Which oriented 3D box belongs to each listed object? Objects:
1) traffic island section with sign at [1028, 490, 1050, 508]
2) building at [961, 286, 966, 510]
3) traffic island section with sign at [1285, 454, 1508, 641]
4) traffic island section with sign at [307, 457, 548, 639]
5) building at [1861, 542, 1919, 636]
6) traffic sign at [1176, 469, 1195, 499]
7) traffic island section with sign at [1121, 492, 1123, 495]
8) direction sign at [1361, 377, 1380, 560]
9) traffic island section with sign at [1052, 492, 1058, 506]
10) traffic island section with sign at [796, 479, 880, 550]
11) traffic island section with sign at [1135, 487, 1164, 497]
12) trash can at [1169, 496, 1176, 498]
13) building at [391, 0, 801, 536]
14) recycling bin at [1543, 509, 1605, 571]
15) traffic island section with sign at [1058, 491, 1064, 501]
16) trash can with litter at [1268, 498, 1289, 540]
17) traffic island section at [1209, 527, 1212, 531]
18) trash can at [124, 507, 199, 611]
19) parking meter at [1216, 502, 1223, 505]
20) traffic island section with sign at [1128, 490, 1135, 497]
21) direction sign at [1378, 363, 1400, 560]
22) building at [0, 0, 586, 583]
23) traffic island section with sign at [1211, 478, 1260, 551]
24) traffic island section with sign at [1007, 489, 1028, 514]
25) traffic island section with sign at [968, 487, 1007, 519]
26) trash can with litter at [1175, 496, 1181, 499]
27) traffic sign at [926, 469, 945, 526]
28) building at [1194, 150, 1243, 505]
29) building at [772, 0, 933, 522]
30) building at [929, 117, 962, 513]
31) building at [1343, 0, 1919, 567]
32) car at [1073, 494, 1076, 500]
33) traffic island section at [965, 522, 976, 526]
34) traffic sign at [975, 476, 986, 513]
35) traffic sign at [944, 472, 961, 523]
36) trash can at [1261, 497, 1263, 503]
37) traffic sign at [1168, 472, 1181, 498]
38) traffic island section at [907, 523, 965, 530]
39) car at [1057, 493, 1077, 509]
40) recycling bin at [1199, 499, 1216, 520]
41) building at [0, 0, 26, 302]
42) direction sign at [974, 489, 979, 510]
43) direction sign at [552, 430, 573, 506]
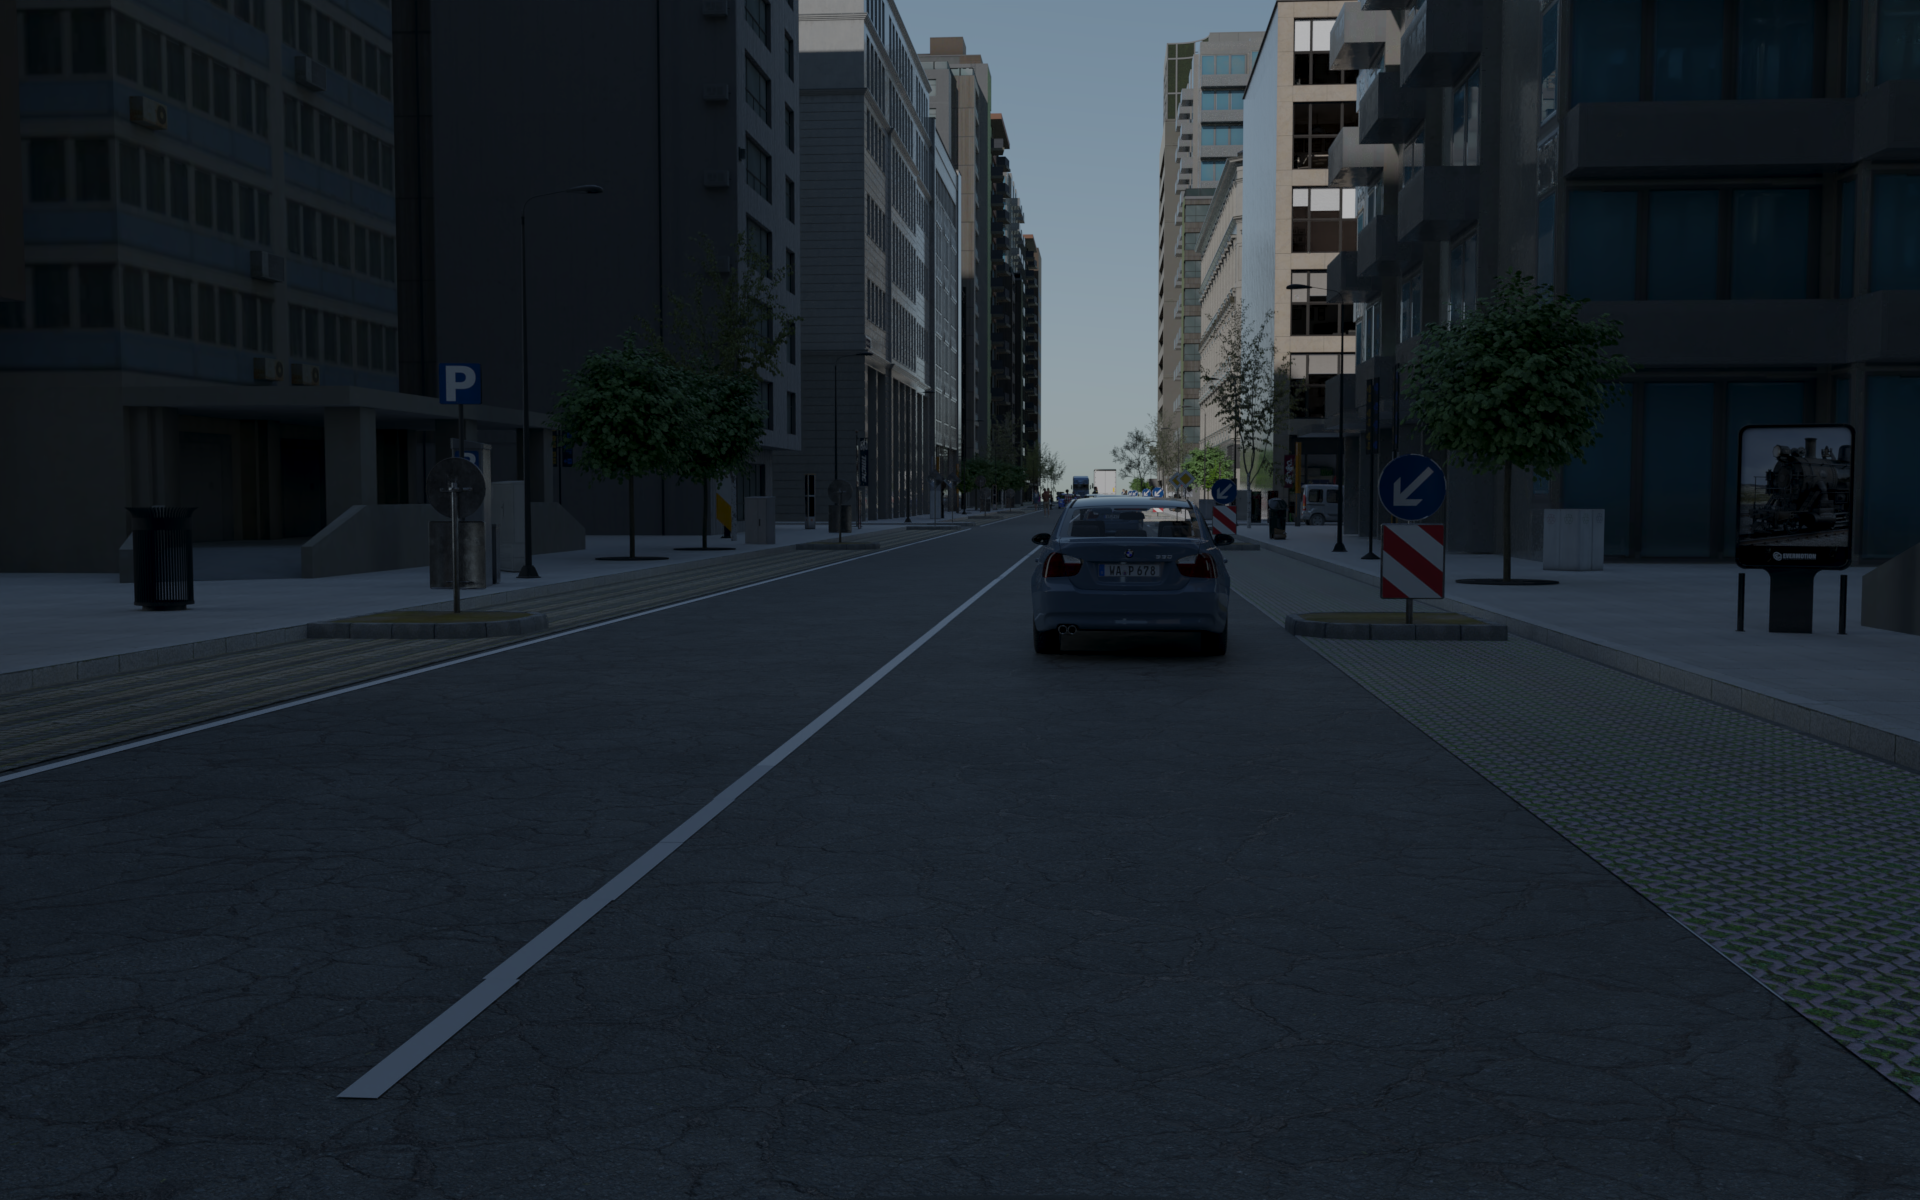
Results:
[{"bbox_3d":[7.895,-10.285,176.785,1.989,1.847,2.006,0,4,5],"label":"traffic island section with sign"},{"bbox_3d":[-6.273,-18.848,137.838,12.332,23.373,15.834,0,4,5],"label":"building"},{"bbox_3d":[4.399,-0.561,17.795,1.989,1.847,2.006,0,4,5],"label":"traffic island section with sign"},{"bbox_3d":[-5.393,-0.570,17.947,1.989,1.847,2.006,0,4,5],"label":"traffic island section with sign"},{"bbox_3d":[24.252,-19.298,7.411,32.217,40.220,23.993,0,4,5],"label":"building"},{"bbox_3d":[9.004,-4.008,69.174,0.795,2.450,0.064,0,4,5],"label":"traffic sign"},{"bbox_3d":[17.643,-10.241,176.072,1.989,1.847,2.006,0,4,5],"label":"traffic island section with sign"},{"bbox_3d":[8.076,-2.567,33.960,0.379,3.537,0.876,0,4,-1],"label":"direction sign"},{"bbox_3d":[10.205,-11.973,204.382,1.989,1.847,2.006,0,4,5],"label":"traffic island section with sign"},{"bbox_3d":[-3.126,-2.226,45.022,1.989,1.847,2.006,0,4,5],"label":"traffic island section with sign"},{"bbox_3d":[11.205,-5.538,99.167,1.989,1.847,2.006,0,4,5],"label":"traffic island section with sign"},{"bbox_3d":[16.024,-7.251,130.201,0.748,1.137,0.748,0,3,0],"label":"trash can"},{"bbox_3d":[-13.075,-17.626,59.885,14.107,30.474,14.160,0,4,5],"label":"building"},{"bbox_3d":[10.324,-1.014,29.140,0.722,1.027,0.722,-2,4,-34],"label":"recycling bin"},{"bbox_3d":[14.800,-15.323,259.151,1.989,1.847,2.006,0,4,5],"label":"traffic island section with sign"},{"bbox_3d":[9.069,-2.300,48.990,0.624,1.170,1.055,0,4,0],"label":"trash can with litter"},{"bbox_3d":[9.028,-2.873,69.249,2.009,0.180,2.903,0,4,5],"label":"traffic island section"},{"bbox_3d":[-8.816,-0.459,19.163,0.748,1.137,0.748,0,3,0],"label":"trash can"},{"bbox_3d":[11.779,-4.463,78.686,0.399,1.863,0.255,1,4,10],"label":"parking meter"},{"bbox_3d":[13.507,-7.216,126.610,1.989,1.847,2.006,0,4,5],"label":"traffic island section with sign"},{"bbox_3d":[7.630,-2.348,30.385,0.379,3.537,0.876,1,4,9],"label":"direction sign"},{"bbox_3d":[-25.293,-20.881,33.284,32.217,40.220,23.993,0,4,5],"label":"building"},{"bbox_3d":[6.651,-2.204,44.656,1.989,1.847,2.006,0,4,5],"label":"traffic island section with sign"},{"bbox_3d":[3.772,-7.272,127.525,1.989,1.847,2.006,0,4,5],"label":"traffic island section with sign"},{"bbox_3d":[1.515,-5.619,100.491,1.989,1.847,2.006,0,4,5],"label":"traffic island section with sign"},{"bbox_3d":[15.697,-6.999,125.814,0.624,1.170,1.055,-1,4,-16],"label":"trash can with litter"},{"bbox_3d":[-1.003,-4.060,70.028,0.795,2.450,0.064,0,4,5],"label":"traffic sign"},{"bbox_3d":[26.995,-21.537,128.544,17.030,29.872,44.131,0,4,5],"label":"building"},{"bbox_3d":[-8.512,-19.385,94.443,11.434,29.767,29.804,0,4,5],"label":"building"},{"bbox_3d":[-6.735,-18.431,119.361,12.078,24.808,19.932,0,4,5],"label":"building"},{"bbox_3d":[21.515,-25.874,42.650,23.786,49.044,30.456,0,4,5],"label":"building"},{"bbox_3d":[12.165,-11.070,193.003,2.014,1.417,4.499,0,4,4],"label":"car"},{"bbox_3d":[-0.362,-3.411,78.050,2.009,0.180,2.903,0,4,5],"label":"traffic island section"},{"bbox_3d":[1.402,-7.321,119.810,0.768,2.556,0.104,1,4,10],"label":"traffic sign"},{"bbox_3d":[-0.338,-4.547,77.986,0.795,2.450,0.064,0,4,5],"label":"traffic sign"},{"bbox_3d":[13.474,-4.130,79.174,0.748,1.137,0.748,0,3,0],"label":"trash can"},{"bbox_3d":[9.670,-4.495,77.131,0.795,2.450,0.064,0,4,5],"label":"traffic sign"},{"bbox_3d":[-1.028,-2.924,70.092,2.009,0.180,2.903,0,4,5],"label":"traffic island section"},{"bbox_3d":[10.489,-9.804,169.894,1.945,1.707,3.694,0,4,3],"label":"car"},{"bbox_3d":[12.317,-4.485,85.890,0.722,1.027,0.722,-1,4,-23],"label":"recycling bin"},{"bbox_3d":[-14.361,-21.710,5.078,14.600,45.320,14.200,0,4,5],"label":"building"},{"bbox_3d":[1.365,-9.231,142.915,0.876,3.537,0.379,-1,4,-12],"label":"direction sign"},{"bbox_3d":[-11.534,-3.543,49.932,0.379,3.537,0.876,3,5,43],"label":"direction sign"}]
